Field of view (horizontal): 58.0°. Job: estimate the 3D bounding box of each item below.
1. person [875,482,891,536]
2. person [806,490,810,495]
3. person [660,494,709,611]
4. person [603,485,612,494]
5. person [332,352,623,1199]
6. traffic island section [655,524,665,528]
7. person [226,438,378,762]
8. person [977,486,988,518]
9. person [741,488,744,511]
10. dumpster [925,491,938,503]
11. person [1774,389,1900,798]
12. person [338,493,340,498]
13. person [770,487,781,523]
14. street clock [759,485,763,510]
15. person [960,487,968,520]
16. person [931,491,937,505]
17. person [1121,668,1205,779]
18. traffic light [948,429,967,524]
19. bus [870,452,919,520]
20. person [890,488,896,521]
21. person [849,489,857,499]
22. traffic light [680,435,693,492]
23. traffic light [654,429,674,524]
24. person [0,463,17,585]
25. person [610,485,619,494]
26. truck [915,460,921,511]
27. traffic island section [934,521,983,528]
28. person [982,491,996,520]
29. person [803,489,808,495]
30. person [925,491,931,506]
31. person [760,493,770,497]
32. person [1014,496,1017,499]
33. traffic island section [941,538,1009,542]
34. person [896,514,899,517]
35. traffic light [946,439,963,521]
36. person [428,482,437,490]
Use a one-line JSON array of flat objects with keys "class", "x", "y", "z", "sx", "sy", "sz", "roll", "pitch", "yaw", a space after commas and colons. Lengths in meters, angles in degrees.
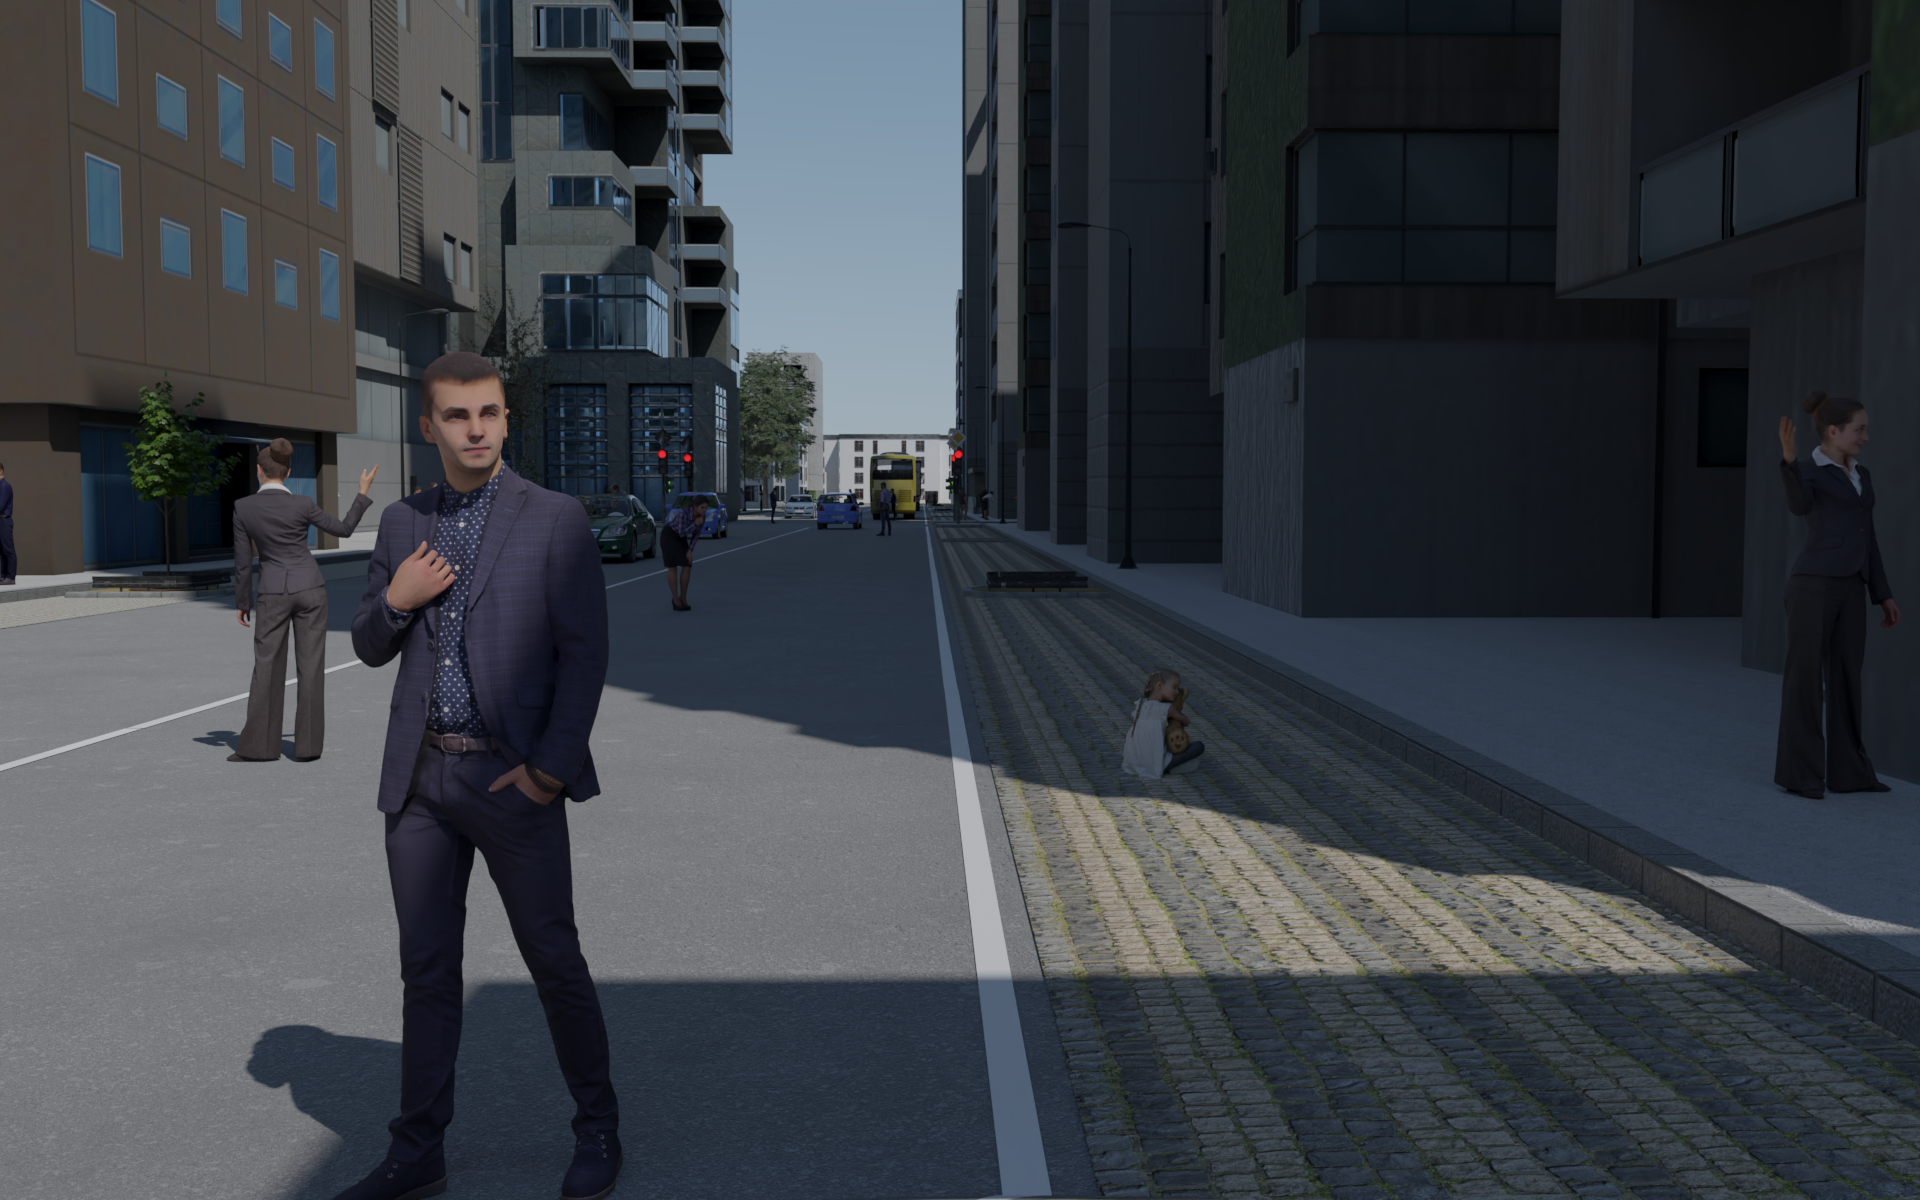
[{"class": "person", "x": -2.674, "y": -3.115, "z": 59.307, "sx": 0.599, "sy": 1.838, "sz": 0.709, "roll": 2, "pitch": 4, "yaw": 32}, {"class": "person", "x": -11.631, "y": -7.482, "z": 131.511, "sx": 0.565, "sy": 1.739, "sz": 0.600, "roll": -1, "pitch": 4, "yaw": -9}, {"class": "person", "x": -3.345, "y": -0.578, "z": 21.185, "sx": 0.697, "sy": 1.427, "sz": 0.421, "roll": 2, "pitch": 4, "yaw": 35}, {"class": "person", "x": -14.379, "y": -3.878, "z": 70.921, "sx": 0.415, "sy": 1.643, "sz": 0.593, "roll": 2, "pitch": 4, "yaw": 34}, {"class": "person", "x": -0.976, "y": 0.362, "z": 3.495, "sx": 0.541, "sy": 1.710, "sz": 0.530, "roll": 2, "pitch": 4, "yaw": 23}, {"class": "traffic island section", "x": -12.710, "y": -3.177, "z": 74.222, "sx": 2.009, "sy": 0.180, "sz": 2.903, "roll": 0, "pitch": 4, "yaw": -1}, {"class": "person", "x": -3.556, "y": -0.006, "z": 9.398, "sx": 0.445, "sy": 1.727, "sz": 0.742, "roll": 3, "pitch": 5, "yaw": 43}, {"class": "person", "x": 1.212, "y": -5.265, "z": 92.814, "sx": 0.600, "sy": 1.739, "sz": 0.565, "roll": -1, "pitch": 4, "yaw": -16}, {"class": "person", "x": -16.569, "y": -7.614, "z": 131.194, "sx": 0.621, "sy": 1.740, "sz": 0.551, "roll": 1, "pitch": 4, "yaw": 18}, {"class": "dumpster", "x": -3.727, "y": -13.391, "z": 227.157, "sx": 1.865, "sy": 1.857, "sz": 1.264, "roll": 0, "pitch": 4, "yaw": -2}, {"class": "person", "x": 3.649, "y": -0.024, "z": 7.235, "sx": 0.445, "sy": 1.727, "sz": 0.742, "roll": 2, "pitch": 4, "yaw": 34}, {"class": "person", "x": -17.584, "y": -2.527, "z": 48.087, "sx": 0.841, "sy": 1.734, "sz": 0.376, "roll": 0, "pitch": 4, "yaw": 3}, {"class": "person", "x": -9.048, "y": -4.645, "z": 84.898, "sx": 0.568, "sy": 1.767, "sz": 0.683, "roll": -2, "pitch": 4, "yaw": -25}, {"class": "street clock", "x": -15.544, "y": -8.003, "z": 135.422, "sx": 0.358, "sy": 2.002, "sz": 0.471, "roll": 0, "pitch": 3, "yaw": 0}, {"class": "person", "x": 0.193, "y": -4.925, "z": 89.152, "sx": 0.434, "sy": 1.807, "sz": 0.598, "roll": -2, "pitch": 4, "yaw": -29}, {"class": "person", "x": -3.044, "y": -12.041, "z": 205.329, "sx": 0.705, "sy": 1.831, "sz": 1.348, "roll": -2, "pitch": 4, "yaw": -35}, {"class": "person", "x": 1.029, "y": 0.619, "z": 8.855, "sx": 0.357, "sy": 0.543, "sz": 0.381, "roll": -3, "pitch": 5, "yaw": -39}, {"class": "traffic light", "x": -0.092, "y": -5.227, "z": 74.379, "sx": 0.839, "sy": 4.253, "sz": 0.868, "roll": 0, "pitch": 4, "yaw": -1}, {"class": "bus", "x": -3.805, "y": -6.652, "z": 100.312, "sx": 2.896, "sy": 3.916, "sz": 12.252, "roll": 0, "pitch": 4, "yaw": -1}, {"class": "person", "x": -3.680, "y": -5.178, "z": 93.869, "sx": 0.504, "sy": 1.737, "sz": 0.576, "roll": 0, "pitch": 4, "yaw": -5}, {"class": "person", "x": -6.292, "y": -5.610, "z": 100.903, "sx": 0.565, "sy": 1.739, "sz": 0.600, "roll": -3, "pitch": 4, "yaw": -37}, {"class": "traffic light", "x": -12.845, "y": -5.697, "z": 82.072, "sx": 0.839, "sy": 4.253, "sz": 0.868, "roll": 0, "pitch": 4, "yaw": -1}, {"class": "traffic light", "x": -12.670, "y": -5.209, "z": 74.088, "sx": 0.839, "sy": 4.253, "sz": 0.868, "roll": 0, "pitch": 4, "yaw": -1}, {"class": "person", "x": -13.606, "y": -1.083, "z": 24.458, "sx": 0.576, "sy": 1.737, "sz": 0.504, "roll": 3, "pitch": 5, "yaw": 41}, {"class": "person", "x": -11.001, "y": -2.832, "z": 55.631, "sx": 0.431, "sy": 1.722, "sz": 0.655, "roll": -3, "pitch": 4, "yaw": -38}, {"class": "truck", "x": -4.689, "y": -9.787, "z": 148.938, "sx": 2.839, "sy": 4.237, "sz": 11.283, "roll": 0, "pitch": 4, "yaw": -3}, {"class": "traffic island section", "x": -0.051, "y": -3.193, "z": 74.494, "sx": 2.009, "sy": 0.180, "sz": 2.903, "roll": 0, "pitch": 4, "yaw": -1}, {"class": "person", "x": 1.405, "y": -4.631, "z": 84.942, "sx": 0.628, "sy": 1.438, "sz": 0.799, "roll": 1, "pitch": 4, "yaw": 12}, {"class": "person", "x": -10.804, "y": -6.785, "z": 119.963, "sx": 0.617, "sy": 1.759, "sz": 0.750, "roll": -2, "pitch": 4, "yaw": -35}, {"class": "person", "x": -3.968, "y": -12.512, "z": 213.615, "sx": 0.990, "sy": 1.755, "sz": 0.434, "roll": 3, "pitch": 5, "yaw": 45}, {"class": "person", "x": -17.061, "y": -8.877, "z": 151.706, "sx": 0.750, "sy": 1.759, "sz": 0.617, "roll": -3, "pitch": 5, "yaw": -40}, {"class": "person", "x": 2.674, "y": -4.227, "z": 78.142, "sx": 0.750, "sy": 1.759, "sz": 0.617, "roll": 2, "pitch": 4, "yaw": 25}, {"class": "traffic island section", "x": 0.438, "y": -1.782, "z": 52.005, "sx": 1.991, "sy": 0.108, "sz": 1.994, "roll": 0, "pitch": 4, "yaw": -1}, {"class": "person", "x": -3.986, "y": -6.168, "z": 109.892, "sx": 0.434, "sy": 1.755, "sz": 0.990, "roll": 0, "pitch": 4, "yaw": -3}, {"class": "traffic light", "x": -0.267, "y": -5.715, "z": 82.362, "sx": 0.839, "sy": 4.253, "sz": 0.868, "roll": 0, "pitch": 4, "yaw": -1}, {"class": "person", "x": -16.114, "y": -2.803, "z": 53.342, "sx": 0.593, "sy": 1.643, "sz": 0.415, "roll": -2, "pitch": 4, "yaw": -28}]
